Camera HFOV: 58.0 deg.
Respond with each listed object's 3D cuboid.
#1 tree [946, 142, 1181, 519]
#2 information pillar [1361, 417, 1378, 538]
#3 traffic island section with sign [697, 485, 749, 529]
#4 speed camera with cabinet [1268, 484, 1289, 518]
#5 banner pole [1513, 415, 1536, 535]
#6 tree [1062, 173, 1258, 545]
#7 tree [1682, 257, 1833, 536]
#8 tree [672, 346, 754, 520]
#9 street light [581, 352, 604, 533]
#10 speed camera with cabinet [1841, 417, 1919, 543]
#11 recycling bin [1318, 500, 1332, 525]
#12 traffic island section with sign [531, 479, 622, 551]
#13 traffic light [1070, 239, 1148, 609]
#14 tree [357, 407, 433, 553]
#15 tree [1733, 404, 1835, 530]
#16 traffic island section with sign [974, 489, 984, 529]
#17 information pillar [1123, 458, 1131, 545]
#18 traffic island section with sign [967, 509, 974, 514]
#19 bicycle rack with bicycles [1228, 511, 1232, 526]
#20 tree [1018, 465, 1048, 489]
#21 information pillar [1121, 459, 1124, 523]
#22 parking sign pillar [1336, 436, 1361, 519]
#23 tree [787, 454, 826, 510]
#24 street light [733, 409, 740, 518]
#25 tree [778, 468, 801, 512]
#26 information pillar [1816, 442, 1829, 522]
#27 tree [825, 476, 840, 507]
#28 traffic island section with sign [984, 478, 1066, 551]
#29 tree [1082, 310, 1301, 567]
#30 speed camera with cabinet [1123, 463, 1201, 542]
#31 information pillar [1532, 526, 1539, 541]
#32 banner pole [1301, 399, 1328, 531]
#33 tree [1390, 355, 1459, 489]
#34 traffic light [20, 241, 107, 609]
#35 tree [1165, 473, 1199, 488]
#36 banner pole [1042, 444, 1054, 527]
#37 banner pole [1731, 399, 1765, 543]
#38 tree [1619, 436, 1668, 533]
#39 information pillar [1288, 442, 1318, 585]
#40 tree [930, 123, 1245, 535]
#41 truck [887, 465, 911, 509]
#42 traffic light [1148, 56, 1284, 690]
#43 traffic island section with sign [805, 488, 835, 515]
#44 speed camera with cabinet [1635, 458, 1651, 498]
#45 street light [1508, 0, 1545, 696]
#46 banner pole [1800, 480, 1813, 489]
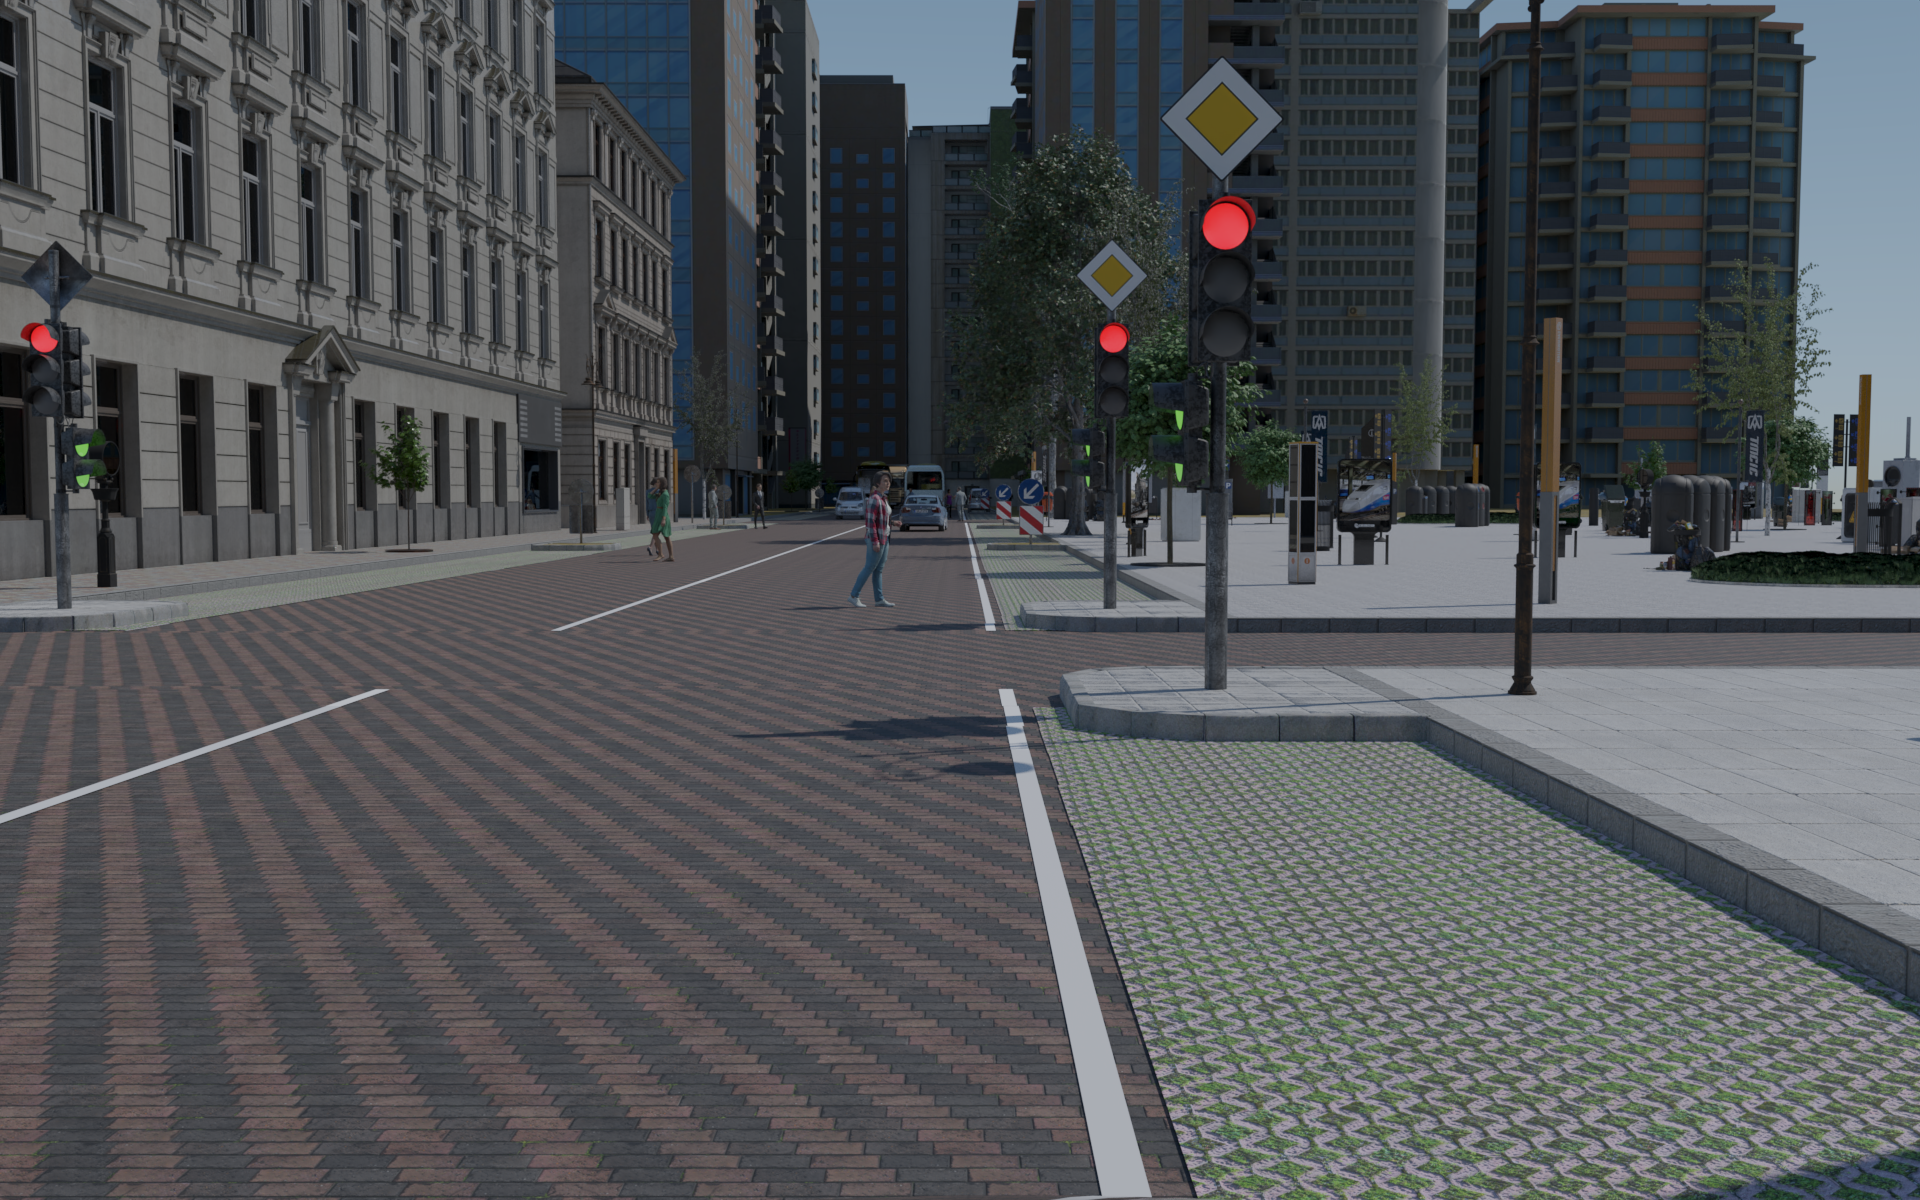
[{"bbox_3d":[5.620,-14.414,91.550,12.611,20.169,13.585,0,3,0],"label":"tree"},{"bbox_3d":[11.999,-3.634,50.770,0.504,3.616,0.183,2,4,34],"label":"information pillar"},{"bbox_3d":[-9.742,-3.842,71.437,1.989,1.847,2.006,0,3,0],"label":"traffic island section with sign"},{"bbox_3d":[17.771,-6.107,94.185,2.038,3.252,0.660,-1,4,-19],"label":"speed camera with cabinet"},{"bbox_3d":[17.765,-3.934,54.332,0.863,3.779,0.401,-2,4,-28],"label":"banner pole"},{"bbox_3d":[4.513,-5.507,40.407,4.360,8.622,3.978,0,3,0],"label":"tree"},{"bbox_3d":[24.618,-6.275,52.963,4.737,8.622,4.395,0,3,0],"label":"tree"},{"bbox_3d":[-12.648,-8.360,87.049,4.360,8.622,3.978,0,3,0],"label":"tree"},{"bbox_3d":[-11.991,-5.131,56.676,0.468,5.910,1.993,0,3,0],"label":"street light"},{"bbox_3d":[23.921,-3.100,45.023,0.660,3.252,2.038,-1,4,-15],"label":"speed camera with cabinet"},{"bbox_3d":[14.864,-3.600,71.410,0.722,1.027,0.722,0,4,-8],"label":"recycling bin"},{"bbox_3d":[-9.740,-2.179,44.255,1.989,1.847,2.006,0,3,0],"label":"traffic island section with sign"},{"bbox_3d":[1.661,-1.857,19.281,0.839,4.253,0.868,0,3,0],"label":"traffic light"},{"bbox_3d":[-12.224,-2.683,38.476,1.663,3.219,1.824,0,3,0],"label":"tree"},{"bbox_3d":[29.654,-4.787,61.974,4.285,4.588,4.351,0,3,0],"label":"tree"},{"bbox_3d":[1.675,-3.847,71.530,1.989,1.847,2.006,0,3,0],"label":"traffic island section with sign"},{"bbox_3d":[4.425,-3.210,43.843,0.183,3.616,0.504,-2,4,-27],"label":"information pillar"},{"bbox_3d":[1.637,-6.926,121.867,1.989,1.847,2.006,0,3,0],"label":"traffic island section with sign"},{"bbox_3d":[9.723,-3.441,69.650,2.852,0.926,2.925,1,4,21],"label":"bicycle rack with bicycles"},{"bbox_3d":[4.266,-6.501,100.894,1.663,3.219,1.824,0,3,0],"label":"tree"},{"bbox_3d":[7.261,-5.218,76.667,0.183,3.616,0.504,0,4,3],"label":"information pillar"},{"bbox_3d":[18.268,-5.637,80.638,1.447,3.967,1.447,0,4,-2],"label":"parking sign pillar"},{"bbox_3d":[-12.501,-9.641,141.351,4.285,4.588,4.351,0,3,0],"label":"tree"},{"bbox_3d":[-12.082,-7.405,93.865,0.468,5.910,1.993,0,3,0],"label":"street light"},{"bbox_3d":[-12.281,-7.973,124.962,1.663,3.219,1.824,0,3,0],"label":"tree"},{"bbox_3d":[38.936,-5.310,78.178,0.504,3.616,0.183,1,4,14],"label":"information pillar"},{"bbox_3d":[-12.932,-10.821,171.530,1.663,3.219,1.824,0,3,0],"label":"tree"},{"bbox_3d":[1.688,-2.194,44.503,1.989,1.847,2.006,0,3,0],"label":"traffic island section with sign"},{"bbox_3d":[3.867,-2.894,31.039,4.285,4.588,4.351,0,3,0],"label":"tree"},{"bbox_3d":[5.458,-3.209,46.796,2.038,3.252,0.660,-1,4,-9],"label":"speed camera with cabinet"},{"bbox_3d":[15.560,-2.602,47.033,0.304,2.012,0.304,2,4,32],"label":"information pillar"},{"bbox_3d":[9.315,-3.405,45.683,0.863,3.779,0.401,-1,4,-11],"label":"banner pole"},{"bbox_3d":[24.303,-8.665,92.041,4.737,8.622,4.395,0,3,0],"label":"tree"},{"bbox_3d":[-10.001,-1.855,19.258,0.839,4.253,0.868,0,3,0],"label":"traffic light"},{"bbox_3d":[9.670,-4.860,74.056,1.663,3.219,1.824,0,3,0],"label":"tree"},{"bbox_3d":[3.349,-4.721,67.203,0.401,3.779,0.863,-1,4,-23],"label":"banner pole"},{"bbox_3d":[20.776,-3.405,45.685,0.401,3.779,0.863,-3,5,-43],"label":"banner pole"},{"bbox_3d":[22.844,-3.816,56.996,1.663,3.219,1.824,0,3,0],"label":"tree"},{"bbox_3d":[4.863,-1.228,24.577,0.304,2.012,0.304,-1,4,-18],"label":"information pillar"},{"bbox_3d":[3.766,-8.377,53.964,9.611,12.733,9.660,0,3,0],"label":"tree"},{"bbox_3d":[-6.076,-10.868,166.604,2.839,4.237,11.283,0,4,2],"label":"truck"},{"bbox_3d":[1.666,-1.369,11.296,0.839,4.253,0.868,0,3,0],"label":"traffic light"},{"bbox_3d":[-9.786,-6.882,121.152,1.989,1.847,2.006,0,3,0],"label":"traffic island section with sign"},{"bbox_3d":[37.589,-6.080,93.748,0.660,3.252,2.038,-2,4,-33],"label":"speed camera with cabinet"},{"bbox_3d":[3.608,-2.333,10.933,0.468,5.910,1.993,0,3,0],"label":"street light"},{"bbox_3d":[45.060,-6.241,92.051,0.401,3.779,0.863,-3,4,-38],"label":"banner pole"}]
